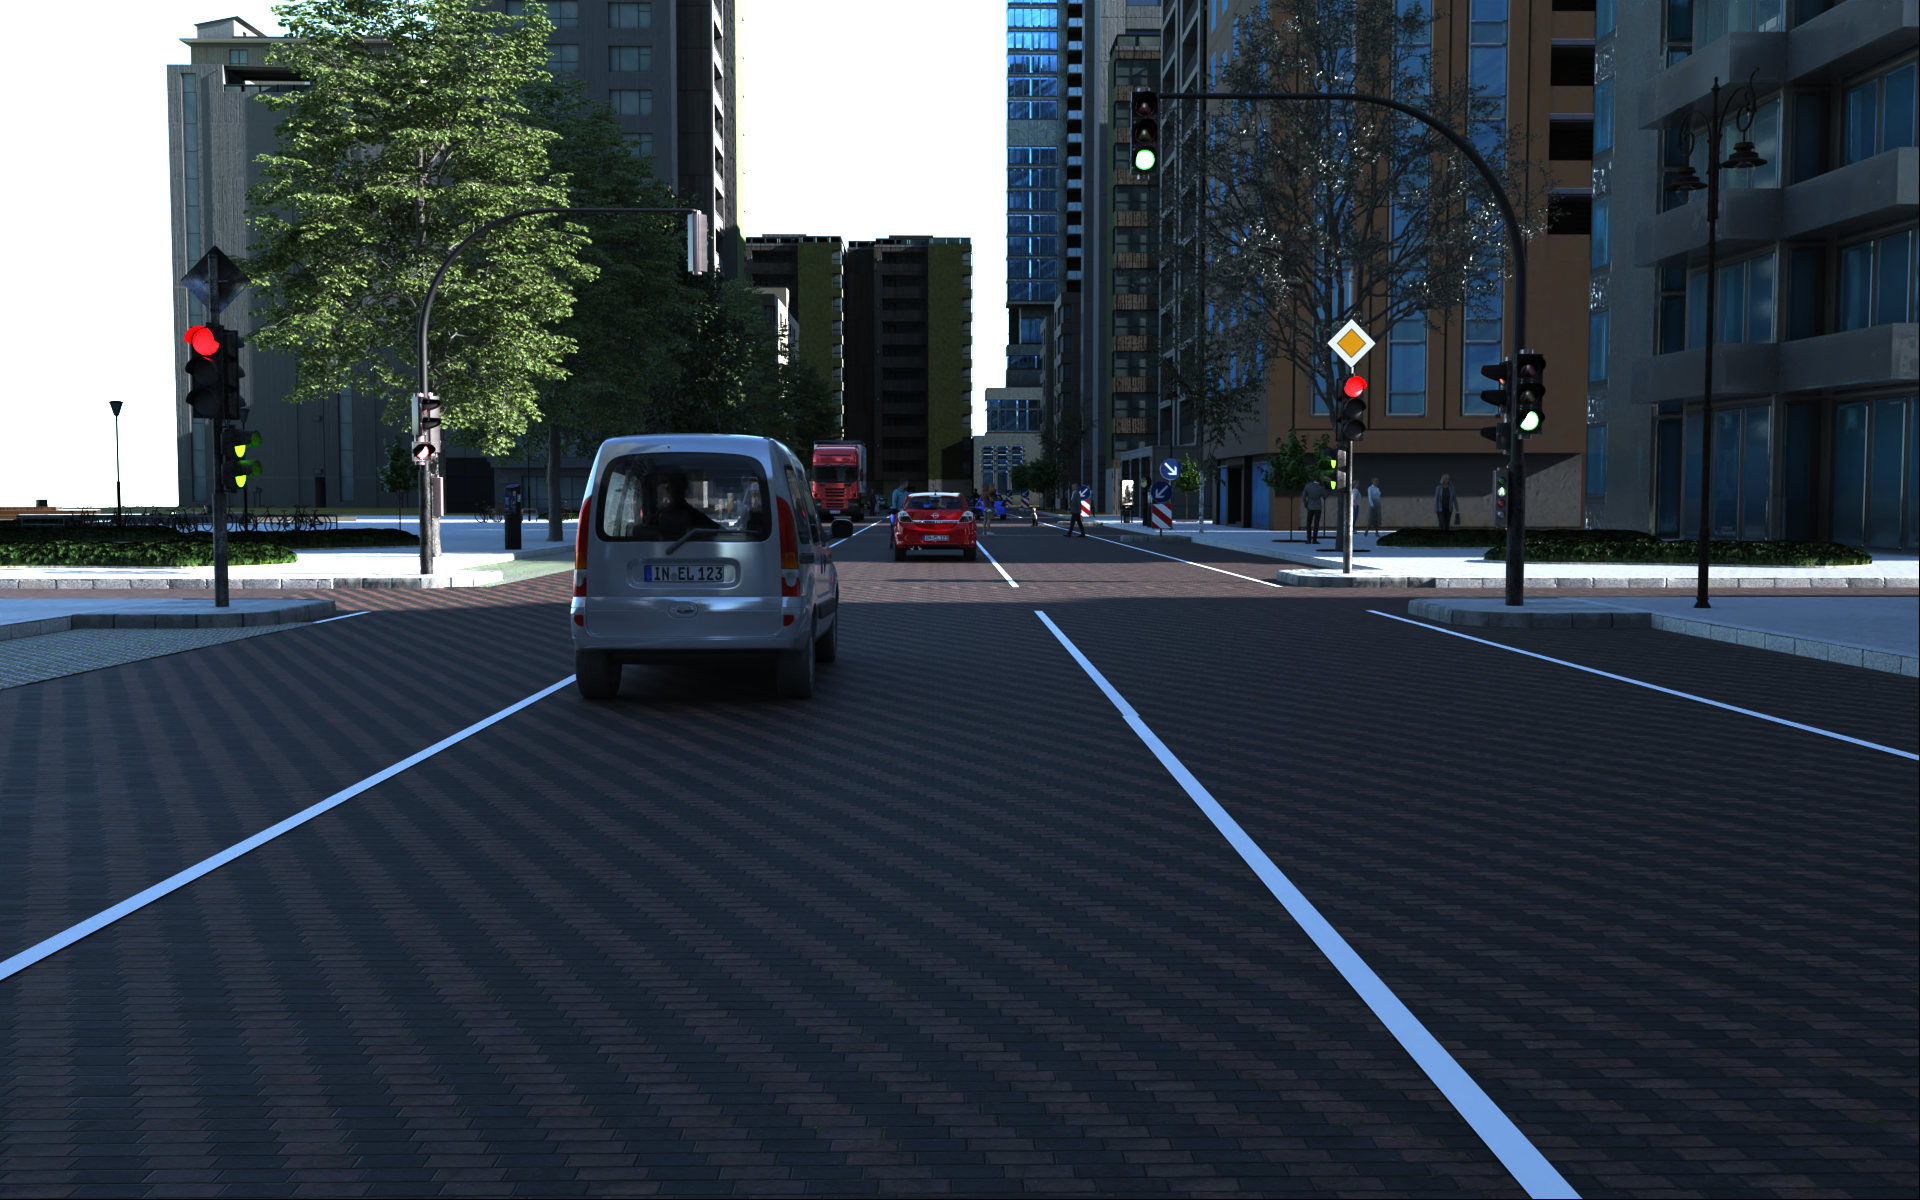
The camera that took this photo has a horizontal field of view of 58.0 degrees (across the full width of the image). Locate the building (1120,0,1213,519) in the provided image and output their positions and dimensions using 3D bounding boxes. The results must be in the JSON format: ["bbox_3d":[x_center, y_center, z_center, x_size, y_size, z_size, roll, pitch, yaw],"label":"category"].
[{"bbox_3d":[19.826,-39.865,90.037,20.563,71.187,20.611,0,4,-1],"label":"building"}]

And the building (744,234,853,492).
[{"bbox_3d":[-19.757,-25.901,195.180,14.107,30.474,14.160,0,4,-1],"label":"building"}]

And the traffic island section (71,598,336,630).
[{"bbox_3d":[-8.437,0.154,19.763,2.009,0.180,2.903,0,4,-1],"label":"traffic island section"}]

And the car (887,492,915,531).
[{"bbox_3d":[-1.770,-3.405,65.265,1.945,1.707,3.694,0,4,-2],"label":"car"}]

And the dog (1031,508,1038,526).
[{"bbox_3d":[3.410,-3.685,77.084,0.800,0.831,0.513,-3,4,-39],"label":"dog"}]

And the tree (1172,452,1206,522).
[{"bbox_3d":[10.387,-5.231,80.124,1.663,3.219,1.824,0,3,0],"label":"tree"}]

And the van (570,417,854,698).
[{"bbox_3d":[-1.867,-0.399,13.533,2.013,2.044,4.112,0,4,-1],"label":"van"}]

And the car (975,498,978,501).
[{"bbox_3d":[2.149,-7.561,132.416,1.959,1.807,4.718,0,4,0],"label":"car"}]

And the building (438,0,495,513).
[{"bbox_3d":[-24.760,-42.036,125.541,20.563,71.187,20.611,0,4,-1],"label":"building"}]

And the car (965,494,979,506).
[{"bbox_3d":[1.254,-10.100,177.131,2.014,1.417,4.499,0,4,-2],"label":"car"}]

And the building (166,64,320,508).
[{"bbox_3d":[-66.796,-29.667,168.642,14.086,41.232,14.154,0,4,-1],"label":"building"}]

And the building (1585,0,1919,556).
[{"bbox_3d":[32.470,-25.904,43.133,30.456,49.044,23.786,0,4,-1],"label":"building"}]

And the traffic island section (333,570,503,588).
[{"bbox_3d":[-8.560,-0.334,27.747,2.009,0.180,2.903,0,4,-1],"label":"traffic island section"}]

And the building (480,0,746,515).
[{"bbox_3d":[-21.301,-26.030,109.185,14.154,41.232,14.086,0,4,-1],"label":"building"}]

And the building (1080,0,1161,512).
[{"bbox_3d":[19.899,-36.177,133.499,21.231,58.520,28.212,0,4,-1],"label":"building"}]

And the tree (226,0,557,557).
[{"bbox_3d":[-11.158,-7.169,35.336,7.486,12.596,7.792,0,3,0],"label":"tree"}]

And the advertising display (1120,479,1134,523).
[{"bbox_3d":[7.370,-4.361,76.509,0.123,1.923,0.974,3,4,38],"label":"advertising display"}]

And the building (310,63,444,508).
[{"bbox_3d":[-52.699,-29.630,168.042,14.086,41.232,14.154,0,4,-1],"label":"building"}]

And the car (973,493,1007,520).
[{"bbox_3d":[1.695,-5.353,97.107,1.945,1.707,3.694,0,4,-2],"label":"car"}]

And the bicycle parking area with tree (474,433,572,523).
[{"bbox_3d":[-17.714,-5.729,80.677,8.231,4.147,9.016,1,4,22],"label":"bicycle parking area with tree"}]

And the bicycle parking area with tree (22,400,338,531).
[{"bbox_3d":[-24.786,-4.191,55.530,9.016,4.147,8.231,2,4,35],"label":"bicycle parking area with tree"}]

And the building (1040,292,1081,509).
[{"bbox_3d":[22.246,-19.458,163.169,27.650,21.520,28.899,0,4,-1],"label":"building"}]

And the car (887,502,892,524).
[{"bbox_3d":[-2.159,-3.961,76.564,2.131,1.459,4.920,0,4,-2],"label":"car"}]

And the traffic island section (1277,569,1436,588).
[{"bbox_3d":[6.279,-0.348,27.970,2.009,0.180,2.903,0,4,-1],"label":"traffic island section"}]

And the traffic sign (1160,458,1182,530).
[{"bbox_3d":[7.513,-3.773,61.802,0.768,2.556,0.104,0,4,4],"label":"traffic sign"}]

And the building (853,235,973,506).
[{"bbox_3d":[-5.663,-25.959,196.130,14.107,30.474,14.160,0,4,-1],"label":"building"}]

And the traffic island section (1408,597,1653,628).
[{"bbox_3d":[6.402,0.140,19.985,2.009,0.180,2.903,0,4,-1],"label":"traffic island section"}]

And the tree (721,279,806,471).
[{"bbox_3d":[-12.095,-10.637,92.037,7.486,12.596,7.792,0,3,0],"label":"tree"}]

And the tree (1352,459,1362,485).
[{"bbox_3d":[10.484,-3.393,50.076,1.663,3.219,1.824,0,3,0],"label":"tree"}]

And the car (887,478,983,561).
[{"bbox_3d":[-0.557,-1.815,38.719,2.155,1.783,4.494,0,4,-1],"label":"car"}]

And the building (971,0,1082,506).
[{"bbox_3d":[16.831,-54.178,198.485,31.000,86.520,22.319,0,4,-1],"label":"building"}]

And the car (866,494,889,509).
[{"bbox_3d":[-7.780,-9.288,163.652,2.131,1.459,4.920,0,4,1],"label":"car"}]

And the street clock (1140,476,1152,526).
[{"bbox_3d":[7.489,-3.988,69.776,0.358,2.002,0.471,-2,4,-31],"label":"street clock"}]

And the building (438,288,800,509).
[{"bbox_3d":[-30.643,-19.459,163.186,28.899,21.520,27.650,0,4,-1],"label":"building"}]

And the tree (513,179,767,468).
[{"bbox_3d":[-11.369,-8.860,61.870,9.611,12.733,9.660,0,3,0],"label":"tree"}]

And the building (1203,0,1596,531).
[{"bbox_3d":[17.349,-25.402,65.427,14.600,45.320,14.200,0,4,-1],"label":"building"}]

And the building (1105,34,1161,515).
[{"bbox_3d":[16.365,-20.872,112.963,14.160,30.474,14.107,0,4,-1],"label":"building"}]

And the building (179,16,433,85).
[{"bbox_3d":[-69.840,-37.406,200.824,27.495,52.752,28.713,0,4,-1],"label":"building"}]
